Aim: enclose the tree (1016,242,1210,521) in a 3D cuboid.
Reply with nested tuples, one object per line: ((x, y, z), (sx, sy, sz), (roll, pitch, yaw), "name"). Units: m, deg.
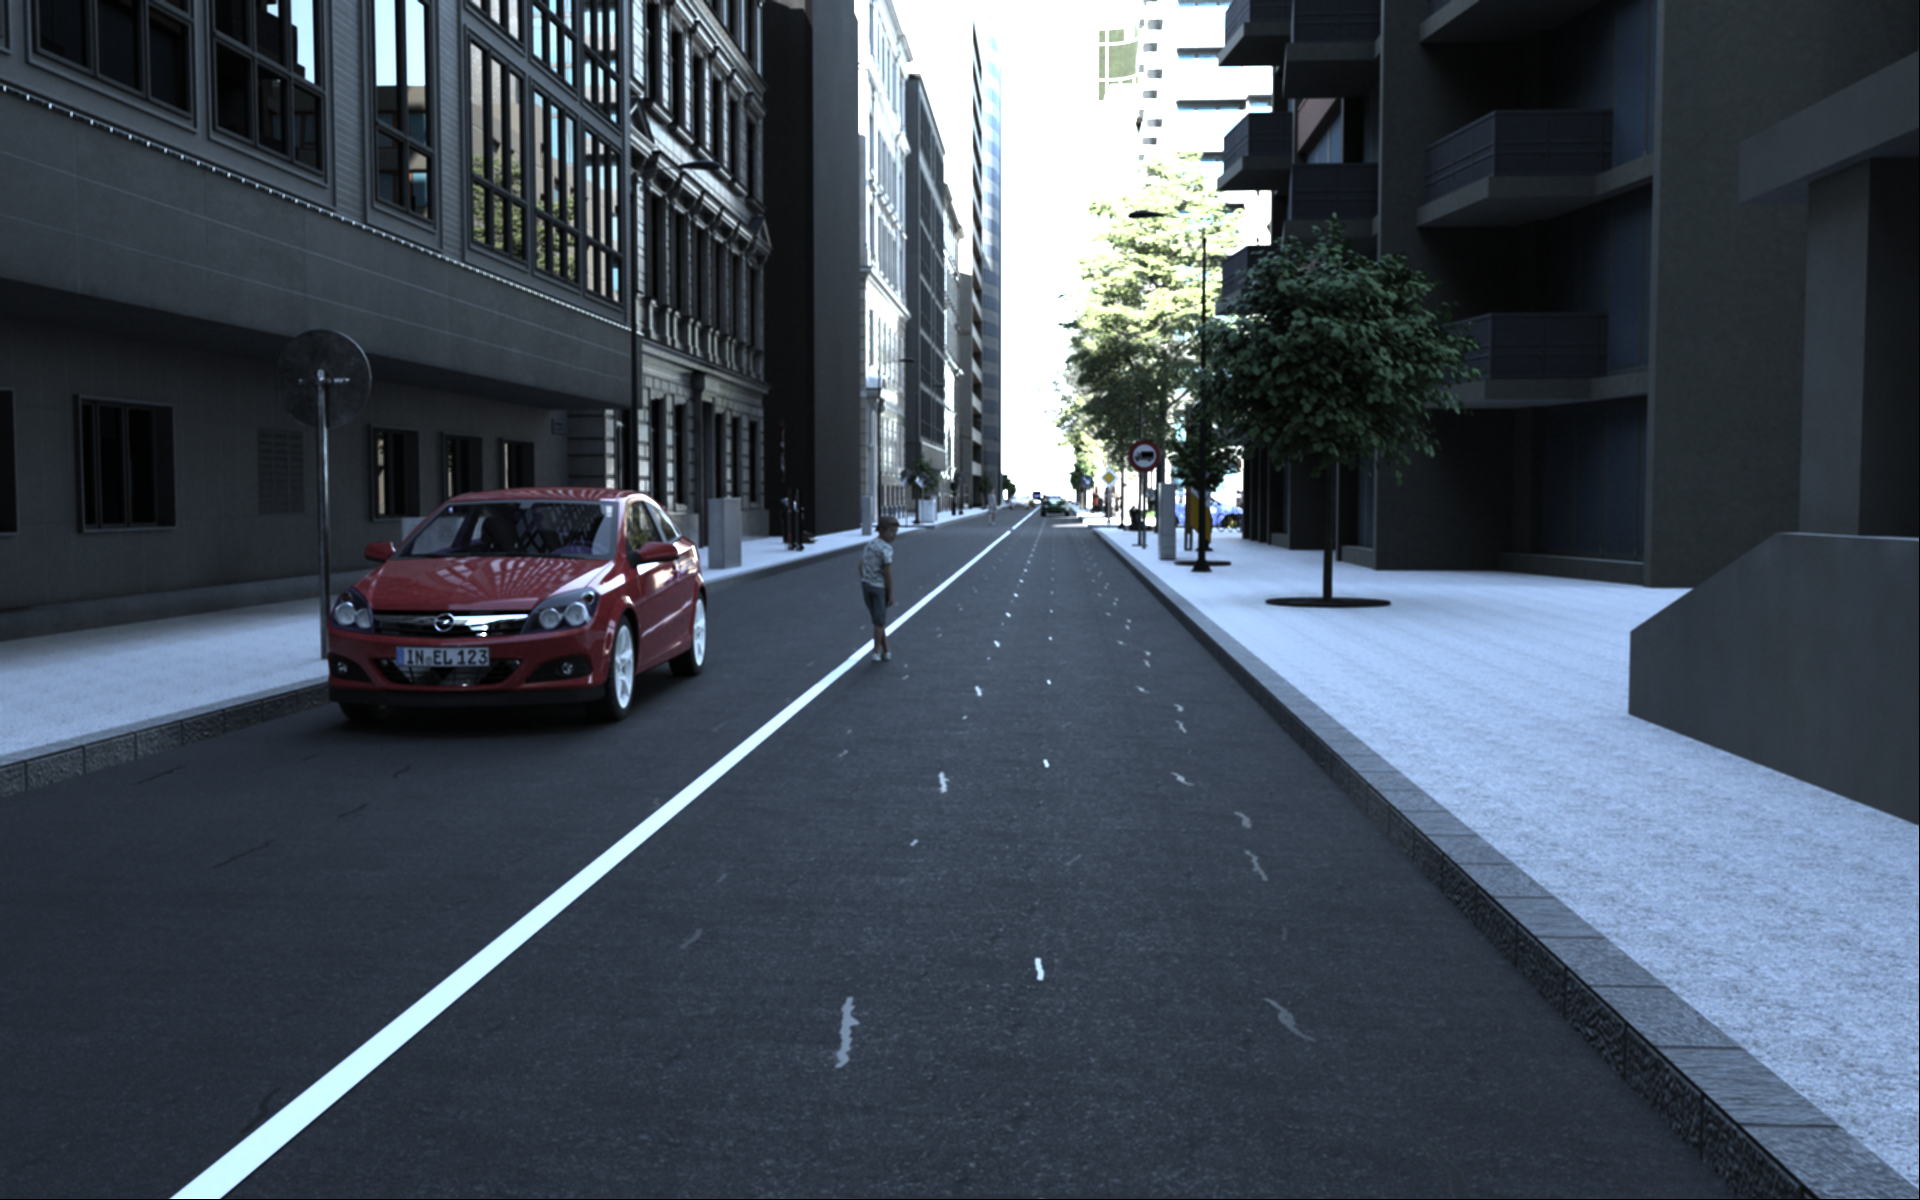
((7.858, -10.555, 82.941), (12.009, 13.543, 11.850), (0, 3, 0), "tree")

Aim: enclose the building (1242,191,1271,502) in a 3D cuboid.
((29.895, -14.645, 84.485), (28.899, 21.520, 27.650), (0, 4, 3), "building")

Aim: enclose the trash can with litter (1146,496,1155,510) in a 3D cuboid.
((12.091, -5.985, 109.236), (1.055, 1.170, 0.624), (-3, 5, -40), "trash can with litter")

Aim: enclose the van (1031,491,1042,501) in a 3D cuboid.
((13.310, -18.175, 301.548), (2.240, 2.365, 5.245), (0, 4, 2), "van")

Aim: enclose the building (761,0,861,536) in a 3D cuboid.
((-11.934, -13.975, 58.174), (15.834, 23.373, 12.332), (0, 4, 3), "building")

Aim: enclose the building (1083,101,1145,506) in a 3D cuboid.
((20.546, -30.565, 183.338), (14.154, 41.232, 14.086), (0, 4, 3), "building")

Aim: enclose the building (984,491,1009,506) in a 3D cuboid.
((-9.937, -33.813, 244.725), (32.217, 40.220, 23.993), (0, 4, 3), "building")

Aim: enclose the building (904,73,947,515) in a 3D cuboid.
((-8.625, -19.084, 105.534), (14.314, 27.812, 24.014), (0, 4, 3), "building")

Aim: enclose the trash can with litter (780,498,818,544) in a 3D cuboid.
((-4.182, -2.071, 45.242), (1.055, 1.170, 0.624), (2, 4, 32), "trash can with litter")

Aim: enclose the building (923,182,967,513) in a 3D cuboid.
((-6.353, -20.415, 131.044), (12.463, 27.353, 25.104), (0, 4, 3), "building")

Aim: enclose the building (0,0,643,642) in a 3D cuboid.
((-13.360, -13.834, 19.687), (14.314, 27.812, 24.014), (0, 4, 3), "building")

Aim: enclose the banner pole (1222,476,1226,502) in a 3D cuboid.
((15.337, -6.768, 100.672), (0.401, 3.779, 0.863), (2, 4, 28), "banner pole")

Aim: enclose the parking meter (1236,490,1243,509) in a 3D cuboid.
((15.506, -5.358, 96.013), (0.372, 1.533, 0.369), (0, 3, 0), "parking meter")

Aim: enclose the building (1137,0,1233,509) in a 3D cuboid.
((24.791, -31.258, 130.669), (23.786, 49.044, 30.456), (0, 4, 3), "building")

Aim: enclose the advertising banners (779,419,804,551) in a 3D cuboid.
((-3.887, -2.668, 39.813), (0.090, 3.025, 2.074), (-1, 4, -19), "advertising banners")

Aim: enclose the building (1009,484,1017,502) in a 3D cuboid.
((-6.644, -36.736, 292.513), (32.217, 40.220, 23.993), (0, 4, 3), "building")

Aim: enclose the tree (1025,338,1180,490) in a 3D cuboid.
((8.053, -9.824, 95.029), (8.767, 10.594, 7.601), (-1, 4, -13), "tree")

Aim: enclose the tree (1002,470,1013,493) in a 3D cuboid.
((5.319, -14.742, 224.752), (4.285, 4.588, 4.351), (0, 3, 0), "tree")

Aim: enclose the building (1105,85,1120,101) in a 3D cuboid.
((26.858, -35.805, 205.017), (23.786, 49.044, 30.456), (0, 4, 3), "building")

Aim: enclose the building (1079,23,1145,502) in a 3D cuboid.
((28.729, -50.594, 265.456), (20.563, 71.187, 20.611), (0, 4, 3), "building")

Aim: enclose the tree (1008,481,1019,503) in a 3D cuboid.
((7.839, -15.869, 254.059), (1.663, 3.219, 1.824), (0, 3, 0), "tree")

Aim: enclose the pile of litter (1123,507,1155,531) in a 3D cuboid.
((6.336, -2.852, 60.590), (1.176, 0.858, 1.719), (0, 4, -8), "pile of litter")

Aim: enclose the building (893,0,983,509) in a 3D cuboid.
((-9.031, -32.713, 158.556), (21.300, 48.544, 21.600), (0, 4, 3), "building")

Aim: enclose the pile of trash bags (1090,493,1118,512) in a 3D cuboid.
((10.221, -7.031, 124.703), (1.912, 1.369, 3.447), (1, 4, 23), "pile of trash bags")

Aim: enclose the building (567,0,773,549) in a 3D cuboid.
((-10.792, -10.815, 41.454), (10.561, 19.102, 19.286), (0, 4, 3), "building")

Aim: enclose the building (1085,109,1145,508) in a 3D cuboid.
((28.550, -28.846, 163.506), (32.217, 40.220, 23.993), (0, 4, 3), "building")

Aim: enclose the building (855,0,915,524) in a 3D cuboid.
((-9.618, -18.202, 83.502), (13.634, 28.700, 20.117), (0, 4, 3), "building")

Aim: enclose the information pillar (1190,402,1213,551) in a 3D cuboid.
((5.434, -2.911, 38.952), (0.504, 3.616, 0.183), (-1, 4, -18), "information pillar")

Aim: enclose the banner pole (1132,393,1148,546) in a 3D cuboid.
((4.451, -3.218, 42.625), (0.401, 3.779, 0.863), (0, 4, 2), "banner pole")

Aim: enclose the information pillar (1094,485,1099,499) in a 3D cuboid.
((10.798, -8.104, 136.985), (0.304, 2.012, 0.304), (-1, 4, -9), "information pillar")

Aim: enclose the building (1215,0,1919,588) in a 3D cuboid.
((17.045, -23.295, 35.493), (22.147, 44.769, 28.867), (0, 4, 3), "building")

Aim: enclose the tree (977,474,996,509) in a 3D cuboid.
((2.324, -9.663, 152.593), (1.663, 3.219, 1.824), (0, 3, 0), "tree")

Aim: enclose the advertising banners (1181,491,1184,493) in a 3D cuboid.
((13.587, -6.659, 105.066), (0.090, 3.025, 2.074), (0, 4, -1), "advertising banners")

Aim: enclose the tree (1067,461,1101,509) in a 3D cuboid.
((10.827, -10.171, 150.003), (4.285, 4.588, 4.351), (0, 3, 0), "tree")

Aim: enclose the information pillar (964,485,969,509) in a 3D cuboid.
((0.519, -8.713, 146.952), (0.304, 2.012, 0.304), (-3, 4, -36), "information pillar")

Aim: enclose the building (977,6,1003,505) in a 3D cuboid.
((-5.853, -40.686, 207.213), (21.231, 58.520, 28.212), (0, 4, 3), "building")

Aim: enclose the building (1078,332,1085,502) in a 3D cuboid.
((26.378, -31.350, 284.266), (14.160, 30.474, 14.107), (0, 4, 3), "building")

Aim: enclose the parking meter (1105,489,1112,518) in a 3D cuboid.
((7.908, -5.125, 92.211), (0.372, 1.533, 0.369), (0, 3, 0), "parking meter")

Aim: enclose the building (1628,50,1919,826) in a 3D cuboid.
((19.600, -18.911, 1.074), (32.217, 40.220, 23.993), (0, 4, 3), "building")

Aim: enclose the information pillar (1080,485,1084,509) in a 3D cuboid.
((10.194, -8.606, 145.195), (0.304, 2.012, 0.304), (0, 4, -6), "information pillar")

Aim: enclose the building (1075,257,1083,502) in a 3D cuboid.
((26.942, -37.607, 298.463), (14.154, 41.232, 14.086), (0, 4, 3), "building")

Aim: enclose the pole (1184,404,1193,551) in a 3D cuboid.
((5.194, -2.779, 39.281), (0.158, 3.312, 0.155), (0, 3, 0), "pole")

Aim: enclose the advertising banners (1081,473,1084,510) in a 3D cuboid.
((9.936, -8.817, 140.338), (0.090, 3.025, 2.074), (1, 4, 10), "advertising banners")

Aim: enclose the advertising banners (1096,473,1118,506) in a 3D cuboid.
((12.004, -8.852, 140.916), (2.074, 3.025, 0.090), (-1, 4, -19), "advertising banners")
